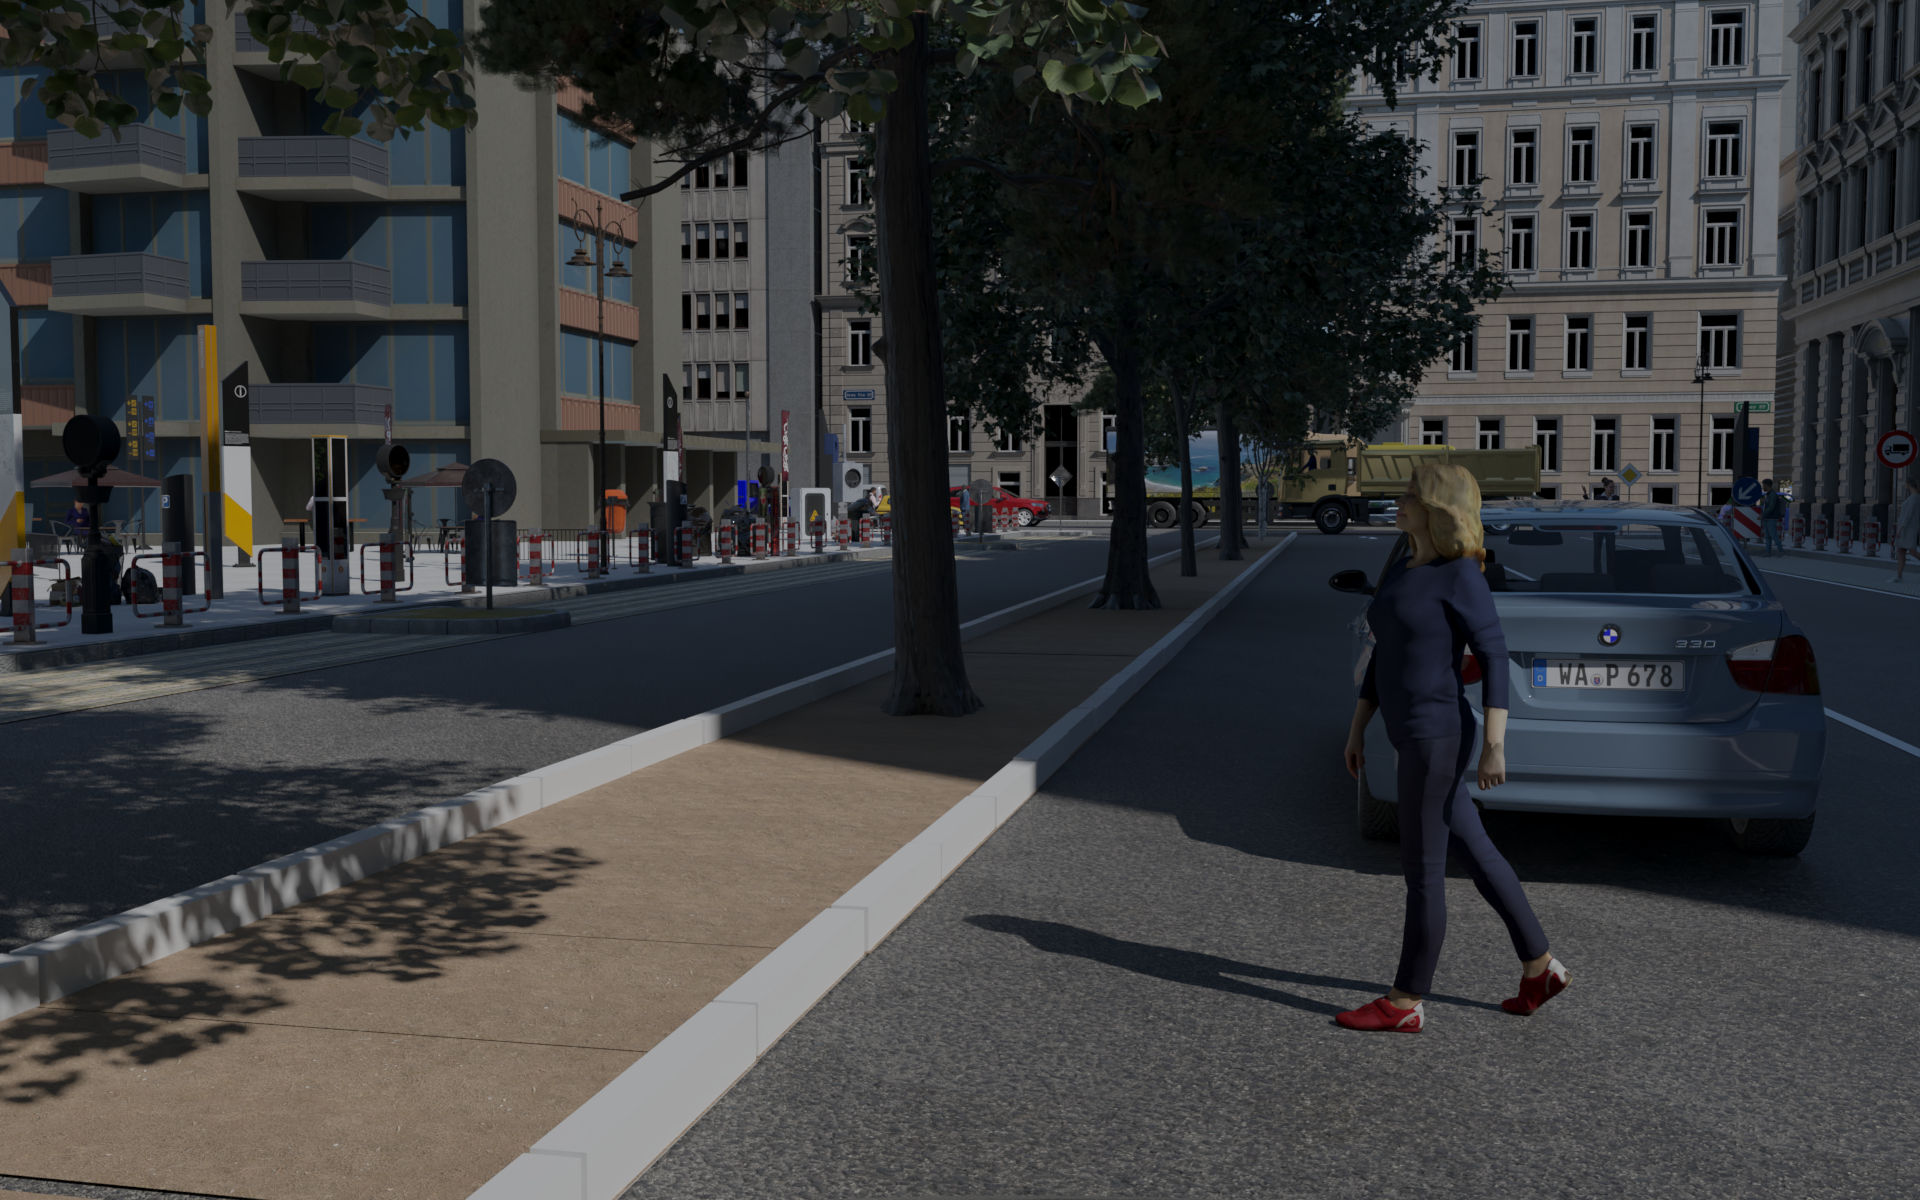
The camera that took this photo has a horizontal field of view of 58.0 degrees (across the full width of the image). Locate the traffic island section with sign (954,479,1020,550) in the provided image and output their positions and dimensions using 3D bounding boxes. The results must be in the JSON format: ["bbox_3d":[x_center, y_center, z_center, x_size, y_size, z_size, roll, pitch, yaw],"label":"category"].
[{"bbox_3d":[0.496,-2.213,44.814,1.989,1.847,2.006,1,4,12],"label":"traffic island section with sign"}]

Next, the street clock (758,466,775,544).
[{"bbox_3d":[-5.017,-2.465,44.879,0.358,2.002,0.471,-3,5,-41],"label":"street clock"}]

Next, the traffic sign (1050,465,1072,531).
[{"bbox_3d":[3.474,-3.430,59.729,0.795,2.450,0.064,1,4,12],"label":"traffic sign"}]

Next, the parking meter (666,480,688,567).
[{"bbox_3d":[-5.012,-1.362,30.685,0.372,1.533,0.369,0,3,0],"label":"parking meter"}]

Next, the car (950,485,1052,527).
[{"bbox_3d":[1.422,-4.163,76.739,5.304,1.827,2.281,1,4,14],"label":"car"}]

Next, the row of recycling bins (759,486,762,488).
[{"bbox_3d":[-11.010,-4.872,86.768,3.534,1.692,1.069,2,4,28],"label":"row of recycling bins"}]

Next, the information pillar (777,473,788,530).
[{"bbox_3d":[-6.320,-3.504,61.788,0.304,2.012,0.304,-2,4,-30],"label":"information pillar"}]

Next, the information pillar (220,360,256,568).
[{"bbox_3d":[-12.601,-2.375,30.190,0.183,3.616,0.504,3,5,42],"label":"information pillar"}]

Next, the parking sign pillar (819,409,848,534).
[{"bbox_3d":[-4.226,-4.121,55.856,1.447,3.967,1.447,0,4,5],"label":"parking sign pillar"}]

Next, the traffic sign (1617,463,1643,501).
[{"bbox_3d":[21.535,-3.188,55.758,0.795,2.450,0.064,1,4,12],"label":"traffic sign"}]

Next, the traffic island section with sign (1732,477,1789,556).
[{"bbox_3d":[18.294,-1.975,40.912,1.989,1.847,2.006,1,4,12],"label":"traffic island section with sign"}]

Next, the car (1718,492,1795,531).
[{"bbox_3d":[27.575,-2.981,58.330,3.694,1.707,1.945,1,4,11],"label":"car"}]

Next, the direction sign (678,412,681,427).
[{"bbox_3d":[-7.932,-3.456,48.508,0.379,3.537,0.876,-2,4,-24],"label":"direction sign"}]

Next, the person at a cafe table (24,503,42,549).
[{"bbox_3d":[-21.635,-1.728,39.121,1.726,1.238,1.698,2,4,30],"label":"person at a cafe table"}]

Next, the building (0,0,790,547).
[{"bbox_3d":[-22.290,-24.287,51.713,28.867,44.769,22.147,1,4,12],"label":"building"}]

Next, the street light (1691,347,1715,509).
[{"bbox_3d":[23.311,-4.997,54.485,0.468,5.910,1.993,1,4,12],"label":"street light"}]

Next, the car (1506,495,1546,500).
[{"bbox_3d":[22.370,-3.555,67.913,4.222,1.686,2.009,1,4,11],"label":"car"}]

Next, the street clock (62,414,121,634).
[{"bbox_3d":[-7.942,-0.692,15.884,0.471,2.002,0.358,1,4,20],"label":"street clock"}]

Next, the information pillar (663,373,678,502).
[{"bbox_3d":[-5.641,-2.594,33.759,0.183,3.616,0.504,1,4,16],"label":"information pillar"}]

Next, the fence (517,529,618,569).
[{"bbox_3d":[-6.879,-0.861,29.456,2.069,0.683,0.278,0,4,-6],"label":"fence"}]

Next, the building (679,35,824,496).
[{"bbox_3d":[-15.868,-16.900,94.339,19.932,24.808,12.078,1,4,12],"label":"building"}]

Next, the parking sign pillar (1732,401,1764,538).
[{"bbox_3d":[22.968,-3.805,50.681,1.447,3.967,1.447,1,4,13],"label":"parking sign pillar"}]

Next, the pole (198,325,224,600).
[{"bbox_3d":[-9.106,-1.664,21.043,0.158,3.312,0.155,0,3,0],"label":"pole"}]

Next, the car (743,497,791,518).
[{"bbox_3d":[-7.171,-3.702,73.103,3.894,1.354,1.945,1,4,12],"label":"car"}]

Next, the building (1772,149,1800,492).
[{"bbox_3d":[50.302,-14.591,80.369,24.055,21.916,13.314,1,4,12],"label":"building"}]

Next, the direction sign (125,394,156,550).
[{"bbox_3d":[-18.794,-2.923,39.784,0.379,3.537,0.876,1,4,15],"label":"direction sign"}]

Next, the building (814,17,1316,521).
[{"bbox_3d":[6.089,-17.860,89.270,25.104,27.353,12.463,1,4,12],"label":"building"}]

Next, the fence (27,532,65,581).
[{"bbox_3d":[-13.977,-0.674,26.400,0.278,0.683,2.069,-3,5,-40],"label":"fence"}]

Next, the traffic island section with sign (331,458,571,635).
[{"bbox_3d":[-5.281,-0.603,18.483,1.989,1.847,2.006,1,4,12],"label":"traffic island section with sign"}]

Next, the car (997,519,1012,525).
[{"bbox_3d":[0.843,-4.349,80.890,4.222,1.686,2.009,1,4,11],"label":"car"}]

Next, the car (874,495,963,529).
[{"bbox_3d":[-1.613,-3.730,71.207,3.980,1.641,2.015,1,4,11],"label":"car"}]

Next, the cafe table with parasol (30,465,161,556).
[{"bbox_3d":[-18.109,-1.927,36.375,2.610,1.966,2.610,0,4,5],"label":"cafe table with parasol"}]

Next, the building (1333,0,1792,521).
[{"bbox_3d":[28.270,-18.283,84.827,20.117,28.700,13.634,1,4,12],"label":"building"}]

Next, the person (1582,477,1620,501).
[{"bbox_3d":[11.099,-1.261,29.925,0.742,1.727,0.445,-2,4,-29],"label":"person"}]

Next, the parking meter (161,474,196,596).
[{"bbox_3d":[-9.930,-0.831,22.003,0.372,1.533,0.369,0,3,0],"label":"parking meter"}]

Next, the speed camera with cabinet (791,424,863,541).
[{"bbox_3d":[-3.710,-3.305,48.370,2.038,3.252,0.660,-3,4,-36],"label":"speed camera with cabinet"}]

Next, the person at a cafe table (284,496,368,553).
[{"bbox_3d":[-13.967,-1.812,38.139,1.698,1.524,1.622,-1,4,-17],"label":"person at a cafe table"}]

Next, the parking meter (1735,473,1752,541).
[{"bbox_3d":[21.530,-2.564,47.635,0.399,1.863,0.255,1,4,20],"label":"parking meter"}]

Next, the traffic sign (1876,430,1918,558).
[{"bbox_3d":[18.599,-2.101,34.452,0.768,2.556,0.104,1,4,13],"label":"traffic sign"}]

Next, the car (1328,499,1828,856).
[{"bbox_3d":[2.783,0.227,8.288,2.014,1.417,4.499,1,4,12],"label":"car"}]

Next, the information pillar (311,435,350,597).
[{"bbox_3d":[-7.913,-1.058,21.790,0.304,2.012,0.304,2,4,25],"label":"information pillar"}]

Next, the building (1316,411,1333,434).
[{"bbox_3d":[46.894,-24.887,251.940,28.899,21.520,27.650,1,4,12],"label":"building"}]

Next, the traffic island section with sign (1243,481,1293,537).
[{"bbox_3d":[10.266,-3.083,58.546,2.006,1.907,1.989,1,4,12],"label":"traffic island section with sign"}]

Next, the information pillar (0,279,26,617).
[{"bbox_3d":[-9.945,-1.634,18.072,0.504,3.616,0.183,3,4,37],"label":"information pillar"}]

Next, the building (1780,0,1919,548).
[{"bbox_3d":[28.281,-13.080,42.738,11.050,23.489,19.941,1,4,12],"label":"building"}]

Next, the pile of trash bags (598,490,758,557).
[{"bbox_3d":[-5.796,-1.614,36.146,3.447,1.369,1.912,0,4,-7],"label":"pile of trash bags"}]

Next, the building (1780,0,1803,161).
[{"bbox_3d":[95.114,-39.678,190.733,28.212,58.520,21.231,1,4,12],"label":"building"}]

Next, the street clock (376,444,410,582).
[{"bbox_3d":[-8.252,-1.266,25.263,0.358,2.002,0.471,1,4,23],"label":"street clock"}]
